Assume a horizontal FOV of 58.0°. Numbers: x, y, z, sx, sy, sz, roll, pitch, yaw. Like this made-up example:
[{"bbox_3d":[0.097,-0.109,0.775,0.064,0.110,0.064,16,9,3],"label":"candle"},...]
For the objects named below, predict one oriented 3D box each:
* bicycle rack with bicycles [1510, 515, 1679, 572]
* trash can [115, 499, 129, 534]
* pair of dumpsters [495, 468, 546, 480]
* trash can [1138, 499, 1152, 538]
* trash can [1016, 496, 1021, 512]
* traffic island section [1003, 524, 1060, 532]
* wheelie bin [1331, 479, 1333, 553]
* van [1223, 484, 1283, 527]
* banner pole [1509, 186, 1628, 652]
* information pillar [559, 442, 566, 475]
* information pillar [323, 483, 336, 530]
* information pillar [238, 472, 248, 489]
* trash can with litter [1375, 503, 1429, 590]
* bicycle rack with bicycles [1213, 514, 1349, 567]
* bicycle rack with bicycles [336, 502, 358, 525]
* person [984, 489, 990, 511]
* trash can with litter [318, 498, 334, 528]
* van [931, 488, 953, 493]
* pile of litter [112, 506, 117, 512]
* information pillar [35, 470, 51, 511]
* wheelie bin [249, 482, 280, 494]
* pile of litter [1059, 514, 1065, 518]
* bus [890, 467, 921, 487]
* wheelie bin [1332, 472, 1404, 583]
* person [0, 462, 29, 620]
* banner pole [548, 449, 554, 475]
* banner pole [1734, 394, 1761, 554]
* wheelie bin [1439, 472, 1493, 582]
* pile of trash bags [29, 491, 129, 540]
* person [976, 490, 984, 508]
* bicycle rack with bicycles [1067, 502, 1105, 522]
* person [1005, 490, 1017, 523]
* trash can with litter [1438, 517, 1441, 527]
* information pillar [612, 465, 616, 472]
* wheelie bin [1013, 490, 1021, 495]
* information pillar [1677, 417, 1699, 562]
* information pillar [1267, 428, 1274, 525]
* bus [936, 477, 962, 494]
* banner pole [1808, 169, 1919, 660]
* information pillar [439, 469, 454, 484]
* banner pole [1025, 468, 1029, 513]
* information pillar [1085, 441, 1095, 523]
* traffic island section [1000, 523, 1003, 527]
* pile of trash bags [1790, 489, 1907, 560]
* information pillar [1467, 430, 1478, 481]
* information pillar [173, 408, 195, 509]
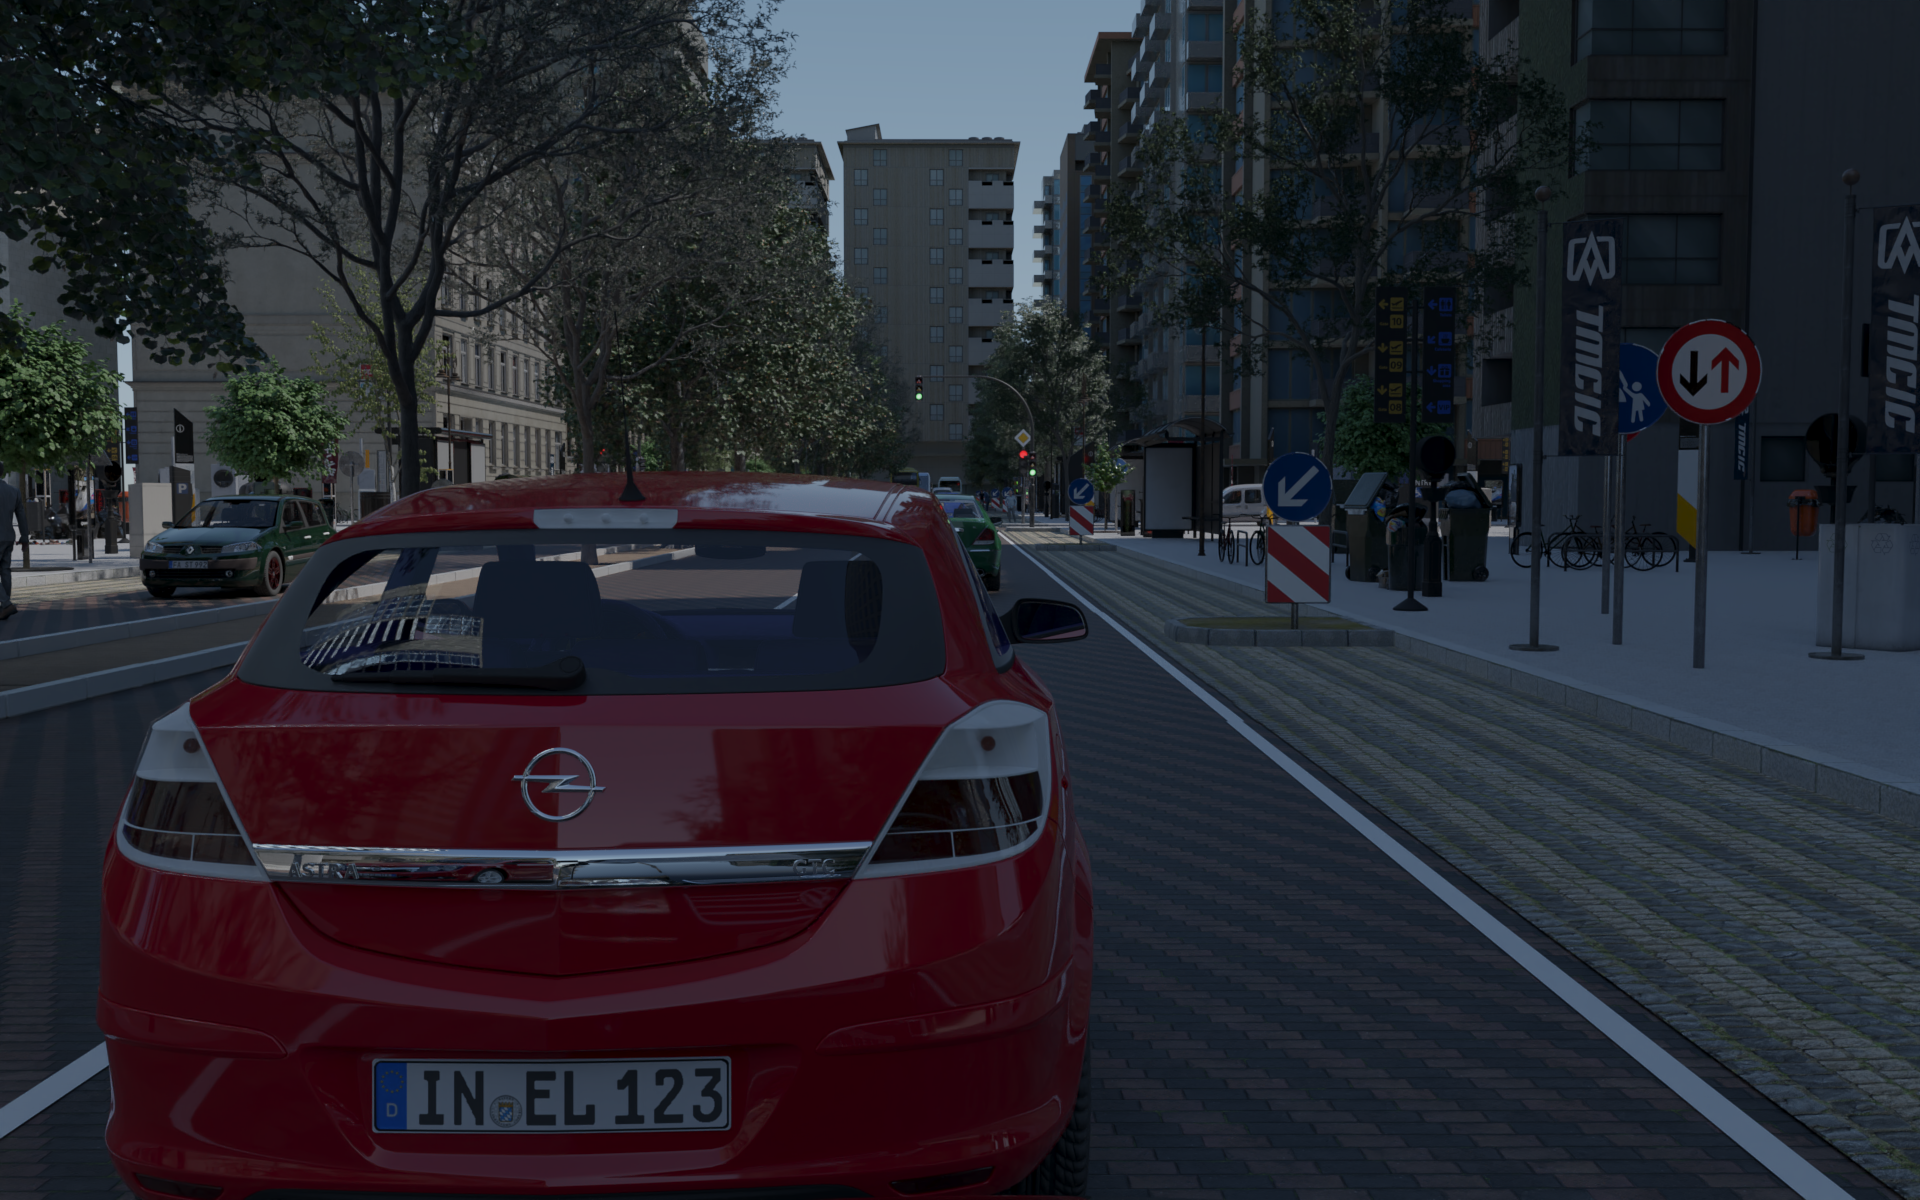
[{"bbox_3d":[10.930,-0.991,29.591,2.925,0.926,2.852,1,4,11],"label":"bicycle rack with bicycles"},{"bbox_3d":[-26.520,-2.663,55.195,0.748,1.137,0.748,0,3,0],"label":"trash can"},{"bbox_3d":[-16.126,-3.744,63.708,1.574,2.255,4.437,0,4,0],"label":"pair of dumpsters"},{"bbox_3d":[5.639,-2.422,51.246,0.748,1.137,0.748,0,3,0],"label":"trash can"},{"bbox_3d":[4.461,-7.041,126.768,0.748,1.137,0.748,0,3,0],"label":"trash can"},{"bbox_3d":[2.786,-2.717,66.709,2.009,0.180,2.903,0,4,0],"label":"traffic island section"},{"bbox_3d":[8.263,-1.802,37.366,0.980,1.594,0.693,0,4,-6],"label":"wheelie bin"},{"bbox_3d":[11.316,-3.940,71.426,4.112,2.044,2.013,0,4,0],"label":"van"},{"bbox_3d":[4.934,-1.471,14.060,0.863,3.779,0.401,2,4,31],"label":"banner pole"},{"bbox_3d":[-17.966,-5.322,78.371,0.183,3.616,0.504,1,4,10],"label":"information pillar"},{"bbox_3d":[-20.694,-3.201,56.828,0.304,2.012,0.304,0,4,3],"label":"information pillar"},{"bbox_3d":[-31.244,-5.156,75.653,0.504,3.616,0.183,-2,4,-25],"label":"information pillar"},{"bbox_3d":[5.863,-0.727,23.272,0.624,1.170,1.055,0,4,-8],"label":"trash can with litter"},{"bbox_3d":[5.879,-1.099,31.347,2.852,0.926,2.925,0,4,5],"label":"bicycle rack with bicycles"},{"bbox_3d":[-27.541,-3.796,75.441,2.925,0.926,2.852,-2,4,-24],"label":"bicycle rack with bicycles"},{"bbox_3d":[2.095,-7.629,133.409,0.419,1.800,0.721,2,4,28],"label":"person"},{"bbox_3d":[-20.190,-2.663,54.926,0.624,1.170,1.055,-2,4,-26],"label":"trash can with litter"},{"bbox_3d":[-1.190,-6.448,112.434,2.013,2.044,4.112,0,4,-2],"label":"van"},{"bbox_3d":[-32.394,-3.180,65.951,1.176,0.858,1.719,3,5,44],"label":"pile of litter"},{"bbox_3d":[-26.931,-2.837,50.882,0.304,2.012,0.304,0,4,-1],"label":"information pillar"},{"bbox_3d":[-18.144,-2.287,45.292,0.980,1.594,0.693,-1,4,-22],"label":"wheelie bin"},{"bbox_3d":[6.022,-4.897,94.033,1.176,0.858,1.719,-2,4,-26],"label":"pile of litter"},{"bbox_3d":[-5.020,-10.253,159.185,2.896,3.916,12.252,0,4,-1],"label":"bus"},{"bbox_3d":[6.072,-1.071,25.426,0.693,1.594,0.980,-1,4,-19],"label":"wheelie bin"},{"bbox_3d":[-11.071,-0.688,19.868,0.853,1.813,0.709,1,4,20],"label":"person"},{"bbox_3d":[-22.582,-6.462,95.666,0.401,3.779,0.863,1,4,14],"label":"banner pole"},{"bbox_3d":[16.893,-2.887,37.216,0.401,3.779,0.863,-1,4,-13],"label":"banner pole"},{"bbox_3d":[7.434,-1.078,25.534,0.693,1.594,0.980,0,4,1],"label":"wheelie bin"},{"bbox_3d":[-24.969,-2.459,49.962,1.912,1.369,3.447,1,4,12],"label":"pile of trash bags"},{"bbox_3d":[2.193,-10.007,172.129,1.348,1.822,0.705,-1,4,-8],"label":"person"},{"bbox_3d":[6.431,-4.078,80.054,2.925,0.926,2.852,-2,4,-34],"label":"bicycle rack with bicycles"},{"bbox_3d":[2.390,-4.345,81.348,0.589,1.601,0.330,1,4,14],"label":"person"},{"bbox_3d":[17.032,-3.236,63.963,2.233,1.210,1.678,-2,4,-25],"label":"trash can with litter"},{"bbox_3d":[-18.852,-6.289,94.179,0.183,3.616,0.504,1,4,23],"label":"information pillar"},{"bbox_3d":[4.734,-8.523,147.265,0.980,1.594,0.693,1,4,15],"label":"wheelie bin"},{"bbox_3d":[13.753,-2.518,32.519,0.504,3.616,0.183,3,5,44],"label":"information pillar"},{"bbox_3d":[11.015,-4.288,61.469,0.183,3.616,0.504,2,4,27],"label":"information pillar"},{"bbox_3d":[-1.179,-12.210,194.492,2.948,3.499,13.247,0,4,-1],"label":"bus"},{"bbox_3d":[7.051,-1.425,13.312,0.863,3.779,0.401,2,4,32],"label":"banner pole"},{"bbox_3d":[-15.168,-2.855,51.170,0.304,2.012,0.304,2,4,24],"label":"information pillar"},{"bbox_3d":[4.554,-7.766,116.997,0.401,3.779,0.863,-2,4,-23],"label":"banner pole"},{"bbox_3d":[5.762,-5.245,77.105,0.504,3.616,0.183,2,4,27],"label":"information pillar"},{"bbox_3d":[2.742,-3.206,74.694,2.009,0.180,2.903,0,4,0],"label":"traffic island section"},{"bbox_3d":[17.448,-1.414,32.879,1.912,1.369,3.447,-3,5,-41],"label":"pile of trash bags"},{"bbox_3d":[18.655,-4.390,63.133,0.183,3.616,0.504,-2,4,-24],"label":"information pillar"},{"bbox_3d":[-21.117,-3.412,47.141,0.504,3.616,0.183,-3,4,-38],"label":"information pillar"}]
